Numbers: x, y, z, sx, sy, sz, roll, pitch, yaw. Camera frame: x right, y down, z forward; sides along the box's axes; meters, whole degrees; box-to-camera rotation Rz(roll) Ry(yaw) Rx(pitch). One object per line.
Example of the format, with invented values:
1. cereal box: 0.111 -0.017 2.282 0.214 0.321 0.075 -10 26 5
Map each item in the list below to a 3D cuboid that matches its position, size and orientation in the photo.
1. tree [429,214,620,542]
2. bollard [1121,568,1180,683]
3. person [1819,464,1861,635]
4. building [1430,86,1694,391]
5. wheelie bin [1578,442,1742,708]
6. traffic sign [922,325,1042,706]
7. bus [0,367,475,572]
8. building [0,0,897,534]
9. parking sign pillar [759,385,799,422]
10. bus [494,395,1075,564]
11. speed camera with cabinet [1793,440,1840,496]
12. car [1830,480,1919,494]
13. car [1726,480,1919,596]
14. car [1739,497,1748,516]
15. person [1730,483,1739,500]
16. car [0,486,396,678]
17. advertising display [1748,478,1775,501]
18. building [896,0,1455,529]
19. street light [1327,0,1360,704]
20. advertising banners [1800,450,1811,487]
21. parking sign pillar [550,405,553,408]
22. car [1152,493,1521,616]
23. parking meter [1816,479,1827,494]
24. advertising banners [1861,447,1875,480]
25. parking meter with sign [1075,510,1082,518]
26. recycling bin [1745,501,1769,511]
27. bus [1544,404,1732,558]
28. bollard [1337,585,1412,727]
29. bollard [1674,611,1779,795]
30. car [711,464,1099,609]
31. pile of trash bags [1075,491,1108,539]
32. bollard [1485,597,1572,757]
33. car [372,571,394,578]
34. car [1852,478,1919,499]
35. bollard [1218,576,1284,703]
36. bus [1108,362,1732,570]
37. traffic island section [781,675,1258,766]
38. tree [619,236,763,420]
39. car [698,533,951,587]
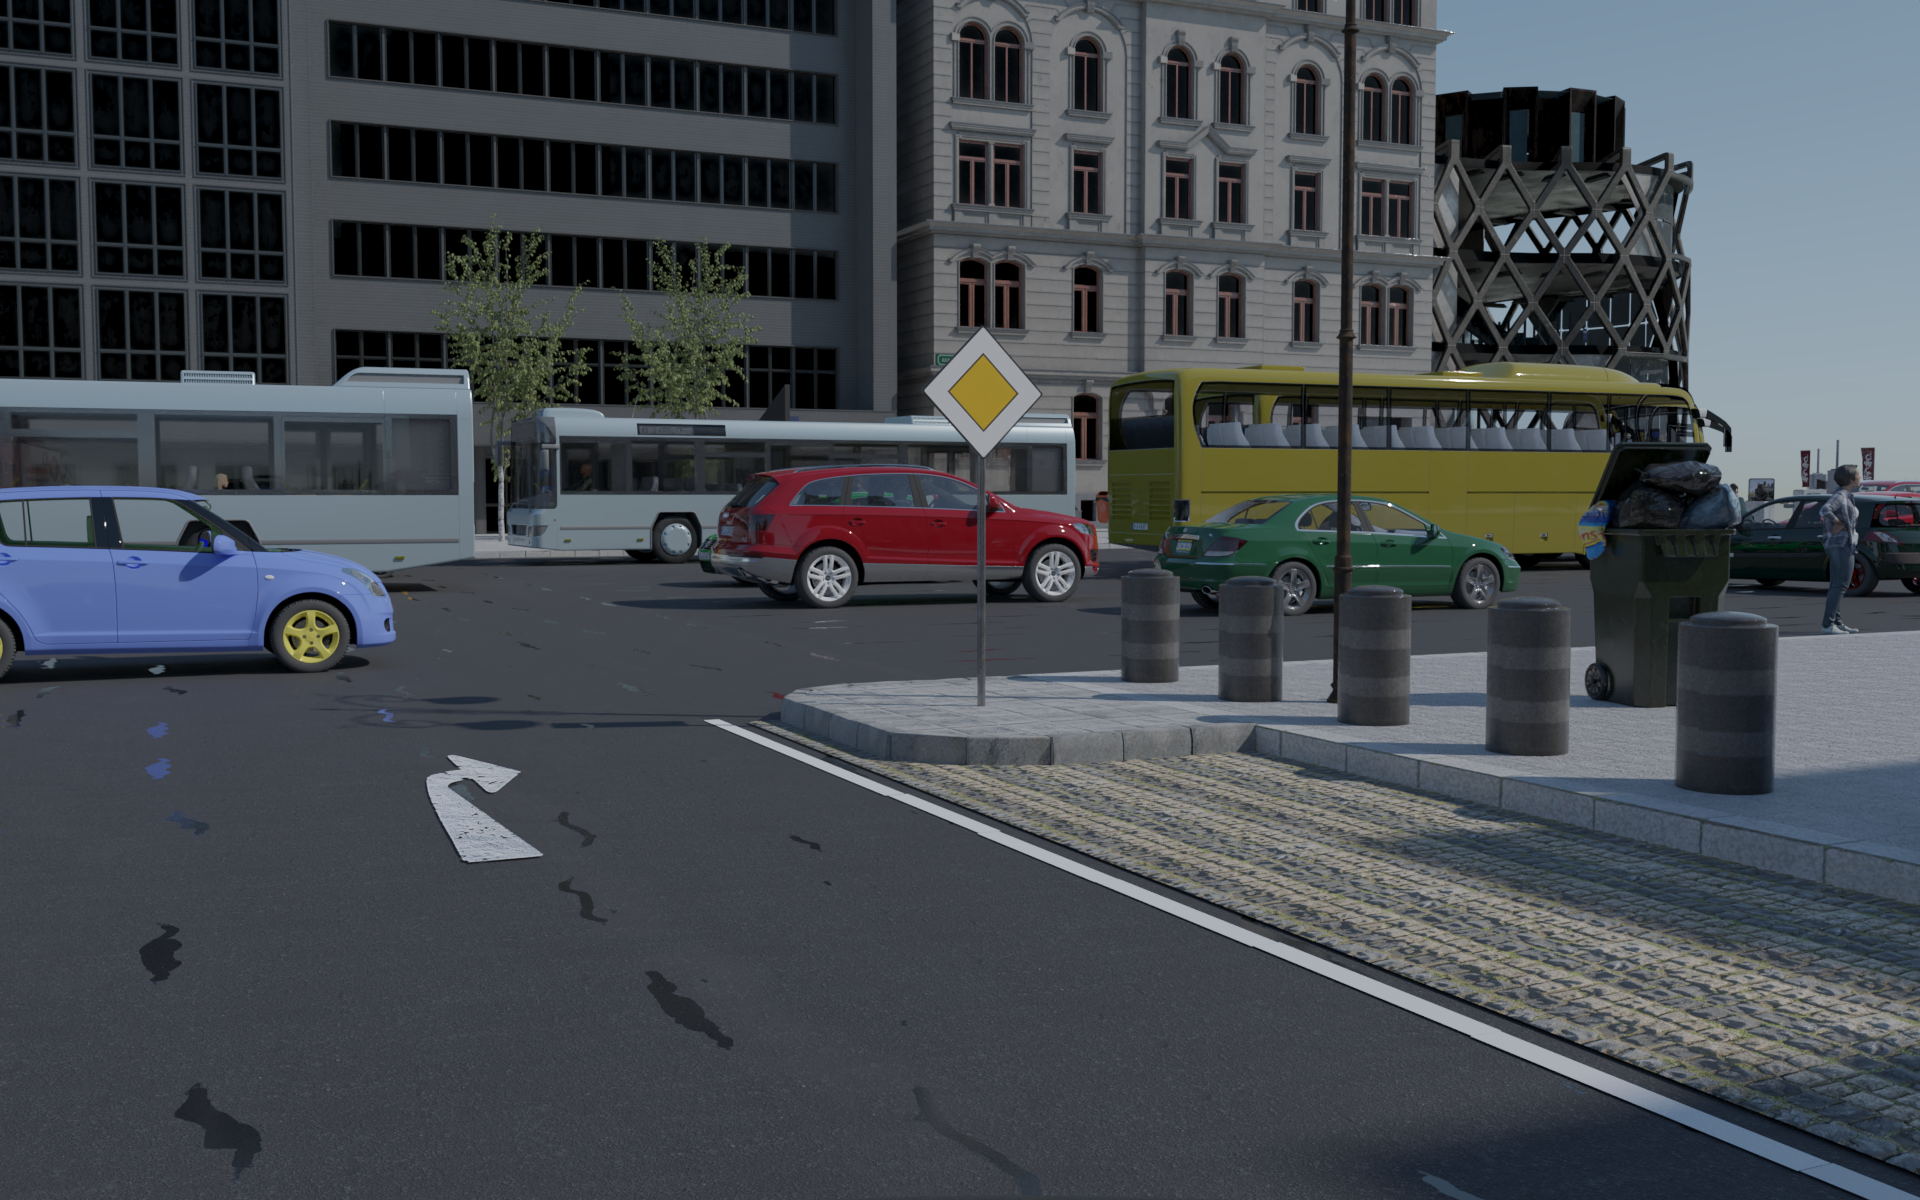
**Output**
1. tree: -12.201 -5.893 46.714 4.737 8.622 4.395 0 3 0
2. bollard: 1.308 0.172 11.913 0.404 0.777 0.398 0 3 0
3. person: 9.005 -0.521 17.746 0.376 1.734 0.841 2 4 35
4. building: 24.355 -13.042 80.691 16.811 18.784 16.820 -2 4 -25
5. wheelie bin: 4.313 -0.165 10.609 0.980 1.594 0.693 -1 4 -11
6. traffic sign: 0.126 -0.415 10.420 0.795 2.450 0.064 -2 4 -25
7. bus: -13.687 -1.775 23.885 13.247 3.499 2.948 -2 4 -23
8. building: -18.065 -14.695 59.336 30.058 24.678 14.314 -2 4 -25
9. parking sign pillar: -4.546 -3.355 43.327 1.447 3.967 1.447 -3 4 -38
10. bus: -3.843 -2.623 37.746 13.247 3.499 2.948 -2 4 -27
11. speed camera with cabinet: 31.352 -4.194 62.911 2.038 3.252 0.660 -1 4 -10
12. car: 24.872 -2.348 47.062 5.304 1.827 2.281 -2 4 -27
13. car: 12.639 -0.982 25.841 2.009 1.686 4.222 -2 4 -25
14. car: 21.794 -2.563 51.684 4.222 1.686 2.009 -1 4 -23
15. person: 21.361 -2.359 47.816 0.760 1.731 0.466 -2 4 -24
16. car: -6.537 -0.273 14.057 3.694 1.707 1.945 -2 4 -27
17. advertising display: 32.587 -3.990 70.450 0.974 1.923 0.123 2 4 27
18. building: 6.509 -17.319 70.552 23.554 28.519 14.401 -2 4 -25
19. street light: 2.350 -2.306 10.492 0.468 5.910 1.993 -2 4 -25
20. advertising banners: 33.889 -4.410 68.290 0.090 3.025 2.074 -1 4 -18
21. parking sign pillar: -12.343 -3.869 51.726 1.447 3.967 1.447 0 4 -7
22. car: 4.782 -0.605 21.691 4.920 1.459 2.131 -2 4 -25
23. parking meter: 33.137 -3.721 66.552 0.255 1.863 0.399 -3 4 -37
24. advertising banners: 34.438 -4.164 64.273 0.090 3.025 2.074 -3 4 -37
25. parking meter with sign: 2.587 -3.074 46.515 0.543 3.016 1.738 -3 4 -37
26. recycling bin: 28.118 -2.957 60.909 0.722 1.027 0.722 -2 4 -35
27. bus: 10.701 -2.753 36.561 12.252 3.916 2.896 -2 4 -24
28. bollard: 2.328 0.305 9.729 0.404 0.777 0.398 0 3 0
29. bollard: 3.338 0.439 7.547 0.404 0.777 0.398 0 3 0
30. car: -0.644 -0.881 23.085 5.304 1.827 2.281 -1 4 -23
31. pile of trash bags: 2.987 -2.469 50.129 3.447 1.369 1.912 2 4 33
32. bollard: 2.833 0.372 8.638 0.404 0.777 0.398 0 3 0
33. car: -11.451 -1.180 29.515 3.980 1.641 2.015 -2 4 -25
34. car: 18.452 -1.607 35.313 4.494 1.783 2.155 -2 4 -26
35. bollard: 1.818 0.238 10.824 0.404 0.777 0.398 0 3 0
36. bus: 8.705 -2.489 32.248 12.252 3.916 2.896 -2 4 -24
37. traffic island section: 0.144 0.720 10.506 2.009 0.180 2.903 -2 4 -25
38. tree: -7.543 -6.012 48.661 4.737 8.622 4.395 0 3 0
39. car: -1.872 -1.167 27.879 4.718 1.807 1.959 -2 4 -26
